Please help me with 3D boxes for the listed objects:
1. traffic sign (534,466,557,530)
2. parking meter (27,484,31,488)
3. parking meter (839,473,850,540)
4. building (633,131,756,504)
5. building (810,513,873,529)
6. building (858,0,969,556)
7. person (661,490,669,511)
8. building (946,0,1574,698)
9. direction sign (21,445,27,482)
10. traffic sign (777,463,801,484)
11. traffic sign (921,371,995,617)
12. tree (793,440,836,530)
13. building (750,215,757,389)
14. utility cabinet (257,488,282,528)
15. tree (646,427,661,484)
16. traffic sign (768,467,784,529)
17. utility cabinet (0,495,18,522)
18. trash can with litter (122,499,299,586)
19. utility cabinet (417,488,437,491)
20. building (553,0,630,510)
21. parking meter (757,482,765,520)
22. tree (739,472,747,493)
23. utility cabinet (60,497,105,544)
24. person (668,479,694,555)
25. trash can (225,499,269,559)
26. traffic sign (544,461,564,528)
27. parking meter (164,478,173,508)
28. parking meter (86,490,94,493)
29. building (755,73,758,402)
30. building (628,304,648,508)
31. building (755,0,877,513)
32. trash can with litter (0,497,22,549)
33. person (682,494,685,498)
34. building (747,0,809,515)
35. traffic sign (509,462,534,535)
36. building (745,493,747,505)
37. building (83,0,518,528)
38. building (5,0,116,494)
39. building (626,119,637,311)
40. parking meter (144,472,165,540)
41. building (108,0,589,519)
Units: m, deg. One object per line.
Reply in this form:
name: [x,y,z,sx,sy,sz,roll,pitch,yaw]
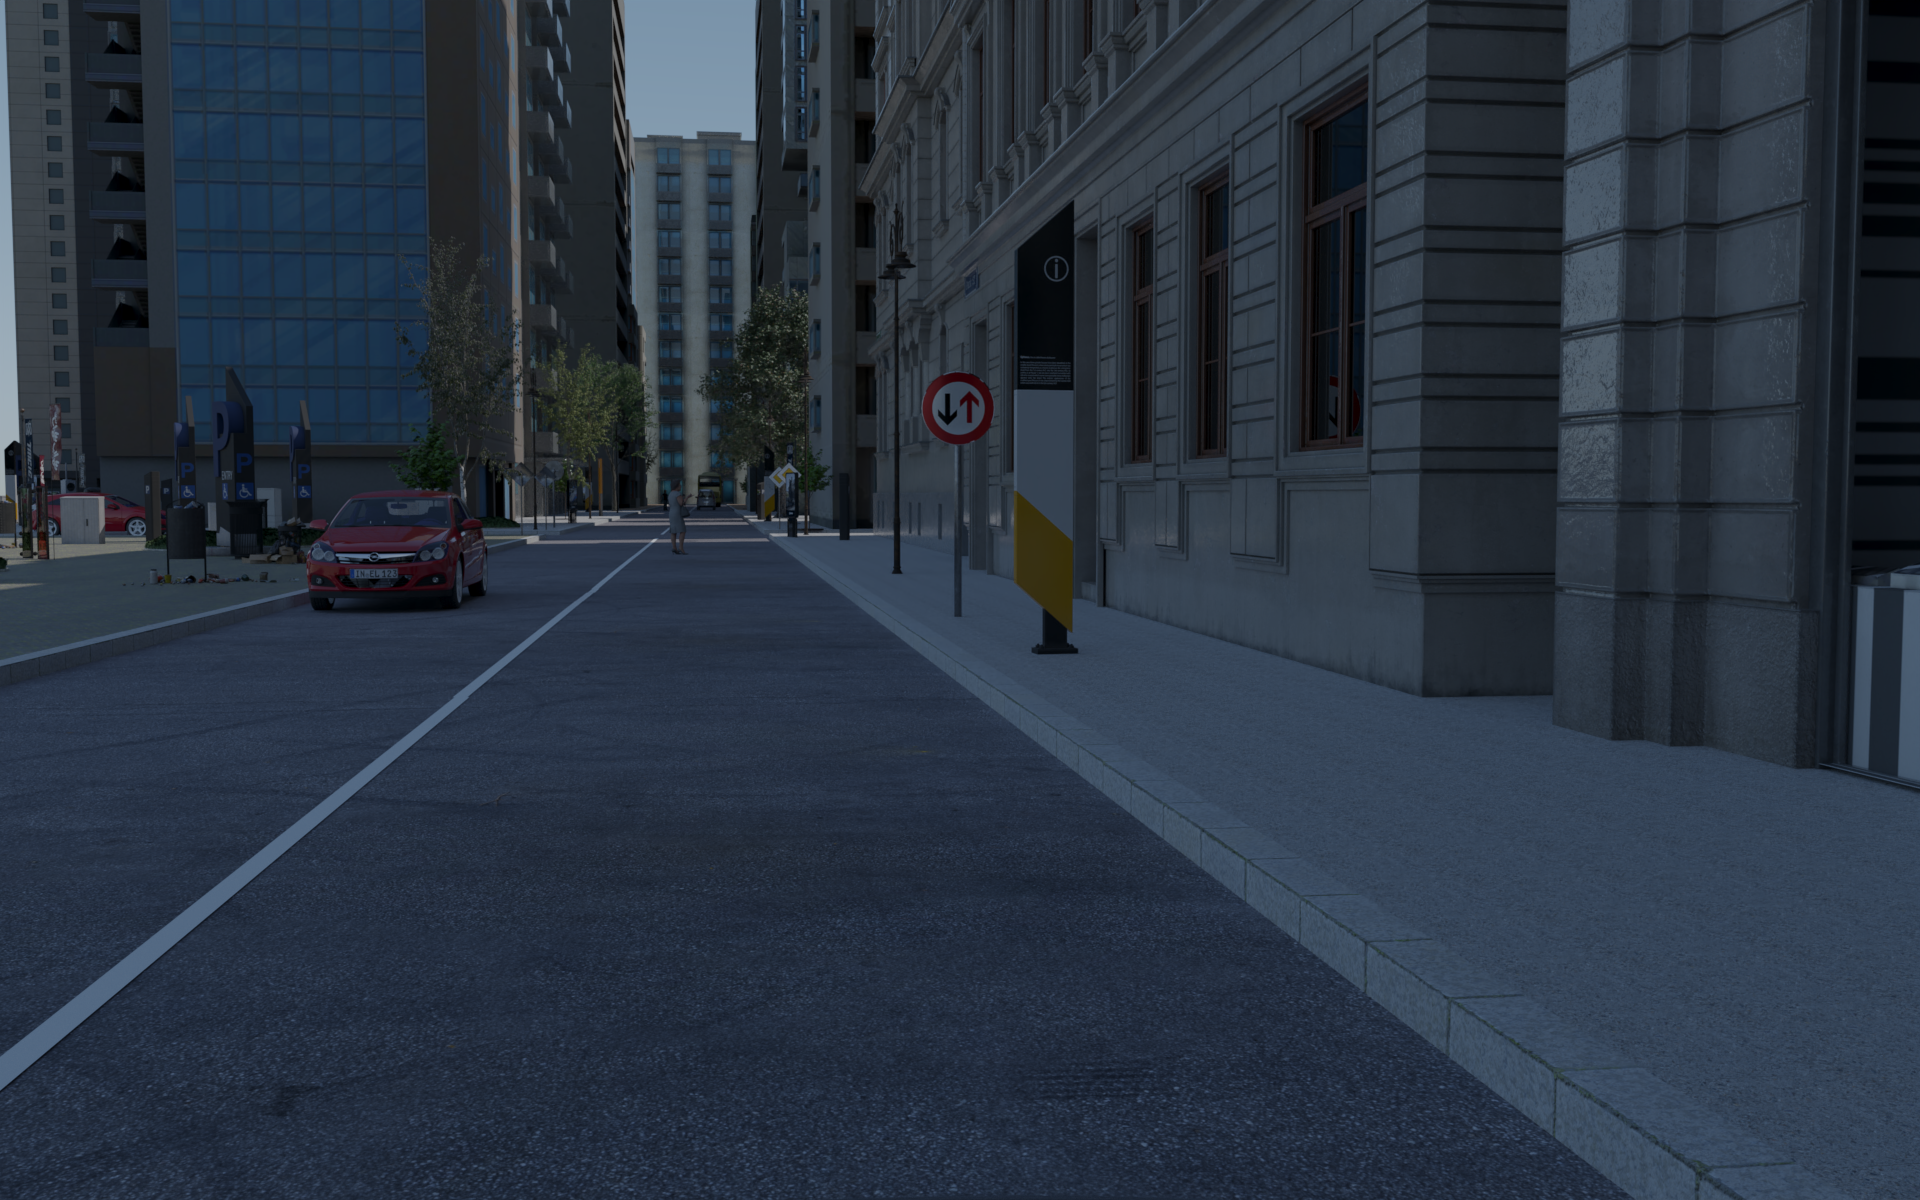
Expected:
traffic sign: [-14.777,-3.558,61.808,0.795,2.450,0.064,-1,4,-8]
parking meter: [-35.817,-3.744,66.927,0.399,1.863,0.255,0,4,-7]
parking meter: [-3.213,-2.598,48.194,0.255,1.863,0.399,0,4,4]
building: [-32.103,-37.431,231.610,30.456,49.044,23.786,-1,4,-8]
building: [4.257,-27.508,73.452,21.600,48.544,21.300,-1,4,-8]
building: [5.019,-15.644,43.174,14.401,28.519,23.554,-1,4,-8]
person: [-25.615,-8.698,150.721,0.705,1.822,1.348,2,4,34]
building: [6.432,-11.278,20.549,11.583,22.565,21.152,-1,4,-8]
direction sign: [-43.358,-5.414,80.515,0.379,3.537,0.876,0,3,0]
traffic sign: [-5.430,-3.145,55.057,0.795,2.450,0.064,-1,4,-8]
traffic sign: [-0.020,-1.097,18.041,0.768,2.556,0.104,0,4,-5]
tree: [-5.351,-4.103,61.682,1.663,3.219,1.824,0,3,0]
building: [-14.927,-25.083,181.813,14.160,30.474,14.107,-1,4,-8]
utility cabinet: [-25.686,-3.412,64.459,1.173,1.500,0.318,3,4,38]
tree: [-34.705,-14.644,189.786,4.360,8.622,3.978,0,3,0]
traffic sign: [-6.564,-3.628,62.961,0.795,2.450,0.064,-1,4,-8]
utility cabinet: [-43.179,-4.131,78.703,0.306,1.237,1.020,1,4,23]
trash can with litter: [-10.787,-0.855,25.040,2.233,1.210,1.678,-1,4,-14]
utility cabinet: [-19.067,-3.275,62.218,1.173,1.500,0.318,2,4,33]
building: [-39.098,-31.856,144.555,21.300,48.544,21.600,-1,4,-8]
parking meter: [-9.861,-4.902,85.860,0.255,1.863,0.399,2,4,34]
tree: [-17.908,-9.243,145.720,1.663,3.219,1.824,0,3,0]
utility cabinet: [-22.572,-2.043,44.557,1.020,1.237,0.306,0,4,3]
person: [-6.583,-1.968,41.030,0.532,1.782,0.716,-3,4,-38]
trash can: [-14.079,-1.377,34.164,0.748,1.137,0.748,0,3,0]
traffic sign: [-15.492,-4.034,66.060,0.768,2.556,0.104,0,4,-5]
parking meter: [-29.478,-3.587,64.350,0.399,1.863,0.255,-1,4,-18]
parking meter: [-48.869,-5.439,97.346,0.372,1.533,0.369,0,3,0]
building: [-12.575,-29.556,166.842,14.154,41.232,14.086,-1,4,-8]
building: [-45.368,-19.884,170.146,27.650,21.520,28.899,-1,4,-8]
building: [-6.557,-32.158,149.488,21.300,48.544,21.600,-1,4,-8]
trash can with litter: [-23.007,-1.821,40.831,1.678,1.210,2.233,3,5,41]
person: [-22.514,-7.835,139.790,0.799,1.438,0.628,0,4,0]
building: [-3.386,-49.309,118.879,22.319,86.520,31.000,-1,4,-8]
traffic sign: [-13.643,-3.074,53.903,0.795,2.450,0.064,-1,4,-8]
building: [-8.775,-31.176,201.603,32.217,40.220,23.993,-1,4,-8]
building: [-26.098,-25.753,71.181,14.600,45.320,14.200,-1,4,-8]
building: [-89.866,-46.051,191.183,20.611,71.187,20.563,-1,4,-8]
building: [-45.212,-33.751,201.934,14.200,45.320,14.600,-1,4,-8]
parking meter: [-20.990,-2.405,45.025,0.399,1.863,0.255,3,5,39]
building: [-34.523,-29.409,100.443,23.786,49.044,30.456,-1,4,-8]
